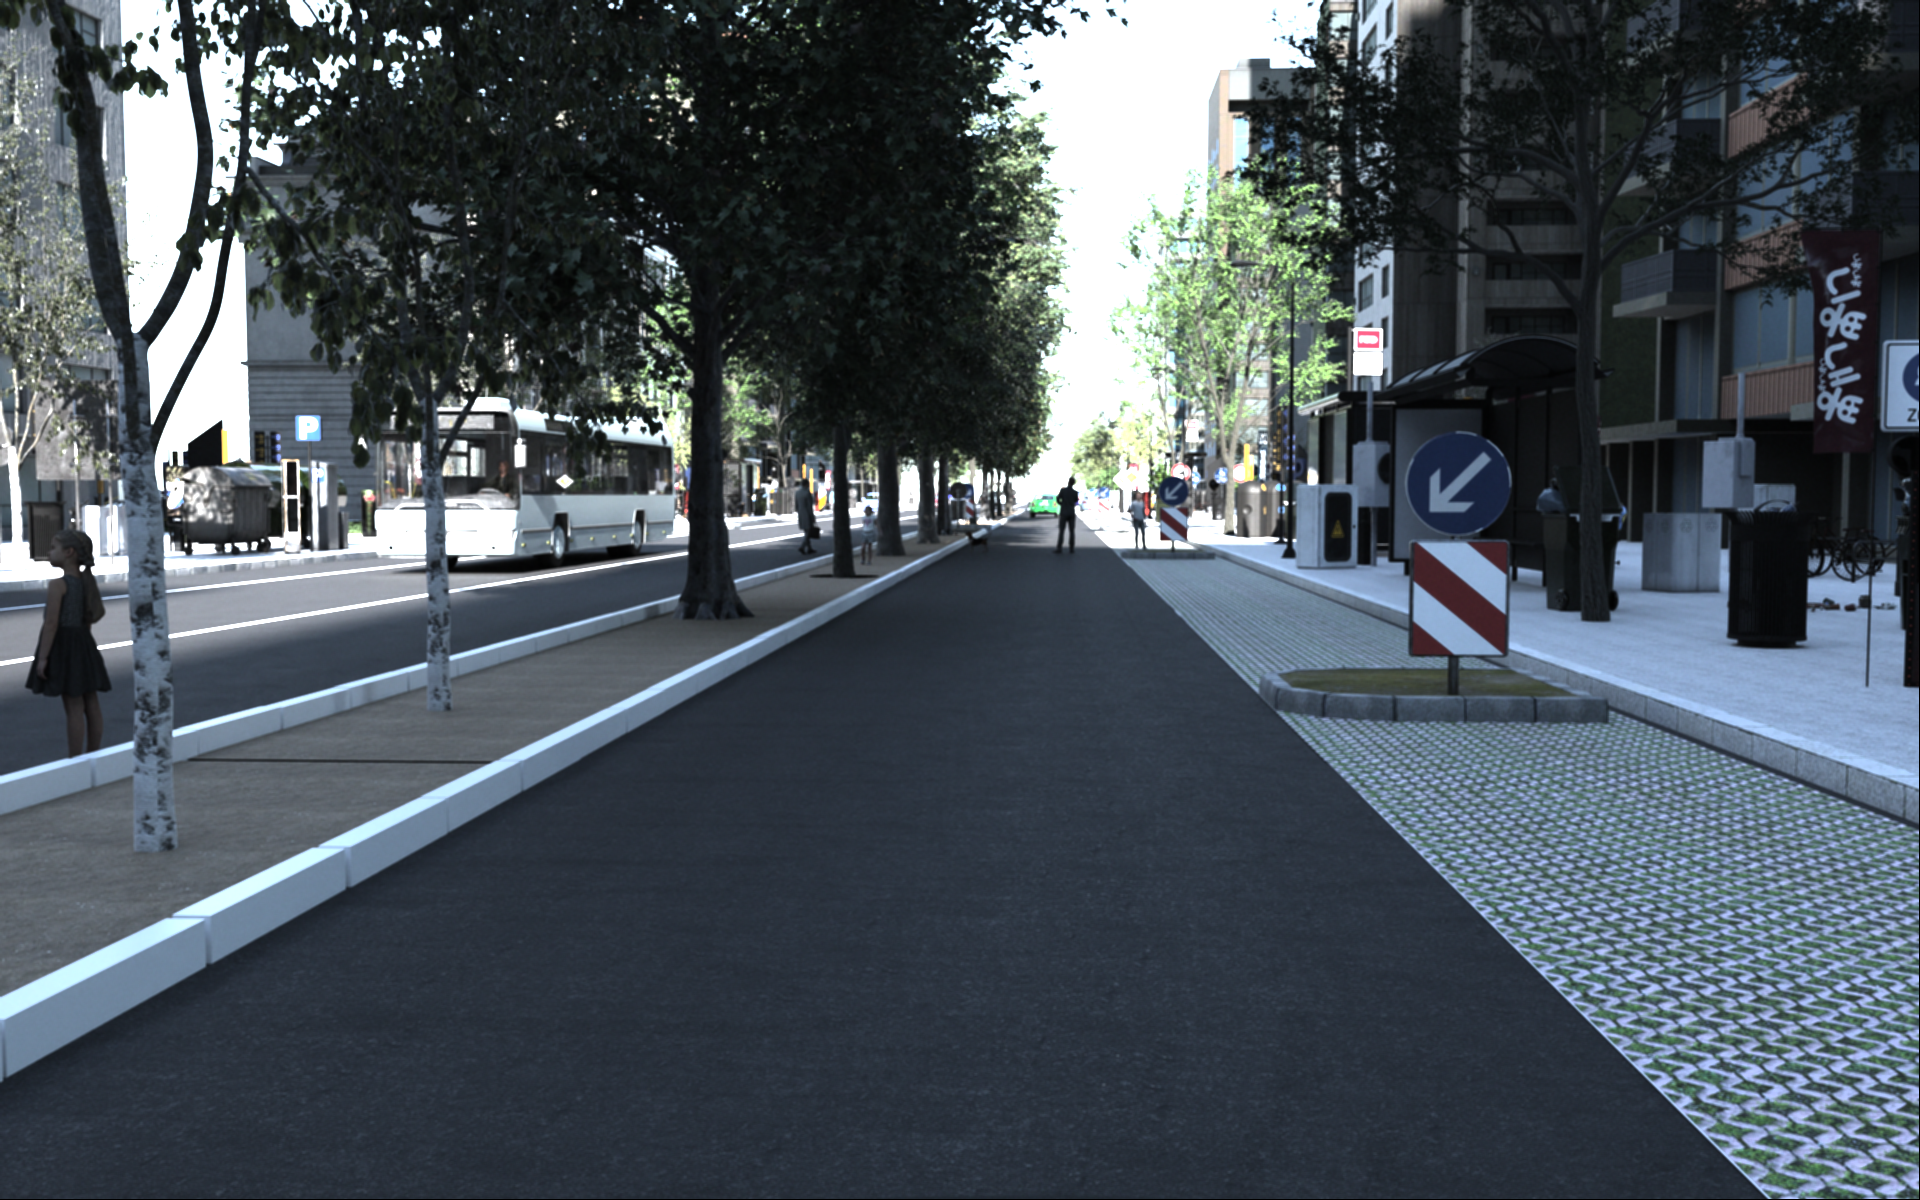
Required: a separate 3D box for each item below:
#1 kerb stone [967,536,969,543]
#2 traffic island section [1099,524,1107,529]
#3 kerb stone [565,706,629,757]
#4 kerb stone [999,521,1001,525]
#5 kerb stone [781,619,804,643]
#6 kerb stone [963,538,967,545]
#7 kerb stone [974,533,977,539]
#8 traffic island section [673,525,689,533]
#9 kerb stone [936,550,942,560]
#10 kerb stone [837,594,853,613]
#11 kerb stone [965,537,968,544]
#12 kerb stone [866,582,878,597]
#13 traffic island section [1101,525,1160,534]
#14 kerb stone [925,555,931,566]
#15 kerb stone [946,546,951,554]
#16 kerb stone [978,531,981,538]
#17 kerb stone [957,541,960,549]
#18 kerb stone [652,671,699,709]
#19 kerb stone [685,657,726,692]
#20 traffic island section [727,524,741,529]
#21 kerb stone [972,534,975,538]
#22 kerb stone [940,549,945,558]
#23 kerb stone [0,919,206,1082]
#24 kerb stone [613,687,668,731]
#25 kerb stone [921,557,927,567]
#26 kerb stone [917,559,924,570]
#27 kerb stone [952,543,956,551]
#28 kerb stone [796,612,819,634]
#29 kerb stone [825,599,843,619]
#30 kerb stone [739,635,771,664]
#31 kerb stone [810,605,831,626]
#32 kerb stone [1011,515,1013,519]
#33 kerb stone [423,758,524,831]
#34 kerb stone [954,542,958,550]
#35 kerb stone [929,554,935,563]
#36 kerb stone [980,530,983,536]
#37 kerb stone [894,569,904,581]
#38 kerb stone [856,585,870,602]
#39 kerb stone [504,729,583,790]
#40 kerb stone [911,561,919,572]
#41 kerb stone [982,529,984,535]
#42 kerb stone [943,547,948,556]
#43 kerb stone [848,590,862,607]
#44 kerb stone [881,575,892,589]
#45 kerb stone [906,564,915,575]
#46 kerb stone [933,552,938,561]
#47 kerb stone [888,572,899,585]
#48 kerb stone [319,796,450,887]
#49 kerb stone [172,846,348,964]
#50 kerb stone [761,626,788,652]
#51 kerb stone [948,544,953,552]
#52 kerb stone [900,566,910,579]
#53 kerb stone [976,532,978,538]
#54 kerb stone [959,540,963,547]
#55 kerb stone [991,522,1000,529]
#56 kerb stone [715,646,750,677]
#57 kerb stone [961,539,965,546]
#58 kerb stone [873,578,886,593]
[{"bbox_3d":[0.141,-1.688,49.791,0.120,0.150,1.000,0,4,3],"label":"kerb stone"},{"bbox_3d":[6.770,-3.028,71.793,2.009,0.180,2.903,0,4,3],"label":"traffic island section"},{"bbox_3d":[-2.089,0.757,9.881,0.120,0.150,1.000,0,4,3],"label":"kerb stone"},{"bbox_3d":[1.599,-3.287,75.939,0.120,0.150,1.000,0,4,3],"label":"kerb stone"},{"bbox_3d":[-1.688,0.320,17.037,0.120,0.150,1.000,0,4,3],"label":"kerb stone"},{"bbox_3d":[0.026,-1.558,47.732,0.120,0.150,1.000,0,4,3],"label":"kerb stone"},{"bbox_3d":[0.372,-1.938,53.875,0.120,0.150,1.000,0,4,3],"label":"kerb stone"},{"bbox_3d":[-10.789,-2.599,64.776,2.009,0.180,2.903,0,4,3],"label":"traffic island section"},{"bbox_3d":[-0.539,-0.930,37.498,0.120,0.150,1.000,0,4,3],"label":"kerb stone"},{"bbox_3d":[-1.456,0.065,21.129,0.120,0.150,1.000,0,4,3],"label":"kerb stone"},{"bbox_3d":[0.079,-1.625,48.763,0.120,0.150,1.000,0,4,3],"label":"kerb stone"},{"bbox_3d":[-1.289,-0.122,24.196,0.120,0.150,1.000,0,4,3],"label":"kerb stone"},{"bbox_3d":[6.325,-2.541,63.820,2.009,0.180,2.903,0,4,3],"label":"traffic island section"},{"bbox_3d":[-0.724,-0.748,34.425,0.120,0.150,1.000,0,4,3],"label":"kerb stone"},{"bbox_3d":[-0.372,-1.121,40.569,0.120,0.150,1.000,0,4,3],"label":"kerb stone"},{"bbox_3d":[0.540,-2.125,56.943,0.120,0.150,1.000,0,4,3],"label":"kerb stone"},{"bbox_3d":[-0.148,-1.371,44.657,0.120,0.150,1.000,0,4,3],"label":"kerb stone"},{"bbox_3d":[-1.976,0.630,11.922,0.120,0.150,1.000,0,4,3],"label":"kerb stone"},{"bbox_3d":[-1.920,0.567,12.943,0.120,0.150,1.000,0,4,3],"label":"kerb stone"},{"bbox_3d":[-10.344,-3.087,72.748,2.009,0.180,2.903,0,4,3],"label":"traffic island section"},{"bbox_3d":[0.304,-1.875,52.855,0.120,0.150,1.000,0,4,3],"label":"kerb stone"},{"bbox_3d":[-0.479,-0.996,38.519,0.120,0.150,1.000,0,4,3],"label":"kerb stone"},{"bbox_3d":[-2.373,1.071,4.750,0.120,0.150,1.000,0,4,3],"label":"kerb stone"},{"bbox_3d":[-2.029,0.695,10.902,0.120,0.150,1.000,0,4,3],"label":"kerb stone"},{"bbox_3d":[-0.780,-0.686,33.405,0.120,0.150,1.000,0,4,3],"label":"kerb stone"},{"bbox_3d":[-0.827,-0.623,32.383,0.120,0.150,1.000,0,4,3],"label":"kerb stone"},{"bbox_3d":[-0.262,-1.249,42.611,0.120,0.150,1.000,0,4,3],"label":"kerb stone"},{"bbox_3d":[-1.629,0.256,18.059,0.120,0.150,1.000,0,4,3],"label":"kerb stone"},{"bbox_3d":[-1.513,0.128,20.107,0.120,0.150,1.000,0,4,3],"label":"kerb stone"},{"bbox_3d":[-1.803,0.445,14.987,0.120,0.150,1.000,0,4,3],"label":"kerb stone"},{"bbox_3d":[-1.570,0.191,19.080,0.120,0.150,1.000,0,4,3],"label":"kerb stone"},{"bbox_3d":[2.687,-4.467,95.392,0.120,0.150,1.000,0,4,3],"label":"kerb stone"},{"bbox_3d":[-2.198,0.879,7.831,0.120,0.150,1.000,0,4,3],"label":"kerb stone"},{"bbox_3d":[-0.208,-1.311,43.636,0.120,0.150,1.000,0,4,3],"label":"kerb stone"},{"bbox_3d":[-0.664,-0.811,35.456,0.120,0.150,1.000,0,4,3],"label":"kerb stone"},{"bbox_3d":[0.599,-2.185,57.964,0.120,0.150,1.000,0,4,3],"label":"kerb stone"},{"bbox_3d":[-1.063,-0.373,28.295,0.120,0.150,1.000,0,4,3],"label":"kerb stone"},{"bbox_3d":[-1.346,-0.060,23.176,0.120,0.150,1.000,0,4,3],"label":"kerb stone"},{"bbox_3d":[-2.138,0.816,8.857,0.120,0.150,1.000,0,4,3],"label":"kerb stone"},{"bbox_3d":[-0.890,-0.561,31.363,0.120,0.150,1.000,0,4,3],"label":"kerb stone"},{"bbox_3d":[0.657,-2.251,58.993,0.120,0.150,1.000,0,4,3],"label":"kerb stone"},{"bbox_3d":[-0.432,-1.059,39.549,0.120,0.150,1.000,0,4,3],"label":"kerb stone"},{"bbox_3d":[-1.402,0.006,22.150,0.120,0.150,1.000,0,4,3],"label":"kerb stone"},{"bbox_3d":[-1.172,-0.246,26.243,0.120,0.150,1.000,0,4,3],"label":"kerb stone"},{"bbox_3d":[-0.942,-0.498,30.336,0.120,0.150,1.000,0,4,3],"label":"kerb stone"},{"bbox_3d":[-0.607,-0.873,36.476,0.120,0.150,1.000,0,4,3],"label":"kerb stone"},{"bbox_3d":[-1.111,-0.310,27.272,0.120,0.150,1.000,0,4,3],"label":"kerb stone"},{"bbox_3d":[-2.250,0.941,6.810,0.120,0.150,1.000,0,4,3],"label":"kerb stone"},{"bbox_3d":[-2.314,1.005,5.780,0.120,0.150,1.000,0,4,3],"label":"kerb stone"},{"bbox_3d":[-1.747,0.378,16.014,0.120,0.150,1.000,0,4,3],"label":"kerb stone"},{"bbox_3d":[-0.317,-1.186,41.590,0.120,0.150,1.000,0,4,3],"label":"kerb stone"},{"bbox_3d":[-0.995,-0.429,29.315,0.120,0.150,1.000,0,4,3],"label":"kerb stone"},{"bbox_3d":[0.418,-1.999,54.896,0.120,0.150,1.000,0,4,3],"label":"kerb stone"},{"bbox_3d":[-0.085,-1.436,45.677,0.120,0.150,1.000,0,4,3],"label":"kerb stone"},{"bbox_3d":[1.548,-3.220,74.910,0.120,0.150,1.000,0,4,3],"label":"kerb stone"},{"bbox_3d":[-1.863,0.507,13.964,0.120,0.150,1.000,0,4,3],"label":"kerb stone"},{"bbox_3d":[-0.033,-1.499,46.704,0.120,0.150,1.000,0,4,3],"label":"kerb stone"},{"bbox_3d":[-1.227,-0.185,25.217,0.120,0.150,1.000,0,4,3],"label":"kerb stone"}]
